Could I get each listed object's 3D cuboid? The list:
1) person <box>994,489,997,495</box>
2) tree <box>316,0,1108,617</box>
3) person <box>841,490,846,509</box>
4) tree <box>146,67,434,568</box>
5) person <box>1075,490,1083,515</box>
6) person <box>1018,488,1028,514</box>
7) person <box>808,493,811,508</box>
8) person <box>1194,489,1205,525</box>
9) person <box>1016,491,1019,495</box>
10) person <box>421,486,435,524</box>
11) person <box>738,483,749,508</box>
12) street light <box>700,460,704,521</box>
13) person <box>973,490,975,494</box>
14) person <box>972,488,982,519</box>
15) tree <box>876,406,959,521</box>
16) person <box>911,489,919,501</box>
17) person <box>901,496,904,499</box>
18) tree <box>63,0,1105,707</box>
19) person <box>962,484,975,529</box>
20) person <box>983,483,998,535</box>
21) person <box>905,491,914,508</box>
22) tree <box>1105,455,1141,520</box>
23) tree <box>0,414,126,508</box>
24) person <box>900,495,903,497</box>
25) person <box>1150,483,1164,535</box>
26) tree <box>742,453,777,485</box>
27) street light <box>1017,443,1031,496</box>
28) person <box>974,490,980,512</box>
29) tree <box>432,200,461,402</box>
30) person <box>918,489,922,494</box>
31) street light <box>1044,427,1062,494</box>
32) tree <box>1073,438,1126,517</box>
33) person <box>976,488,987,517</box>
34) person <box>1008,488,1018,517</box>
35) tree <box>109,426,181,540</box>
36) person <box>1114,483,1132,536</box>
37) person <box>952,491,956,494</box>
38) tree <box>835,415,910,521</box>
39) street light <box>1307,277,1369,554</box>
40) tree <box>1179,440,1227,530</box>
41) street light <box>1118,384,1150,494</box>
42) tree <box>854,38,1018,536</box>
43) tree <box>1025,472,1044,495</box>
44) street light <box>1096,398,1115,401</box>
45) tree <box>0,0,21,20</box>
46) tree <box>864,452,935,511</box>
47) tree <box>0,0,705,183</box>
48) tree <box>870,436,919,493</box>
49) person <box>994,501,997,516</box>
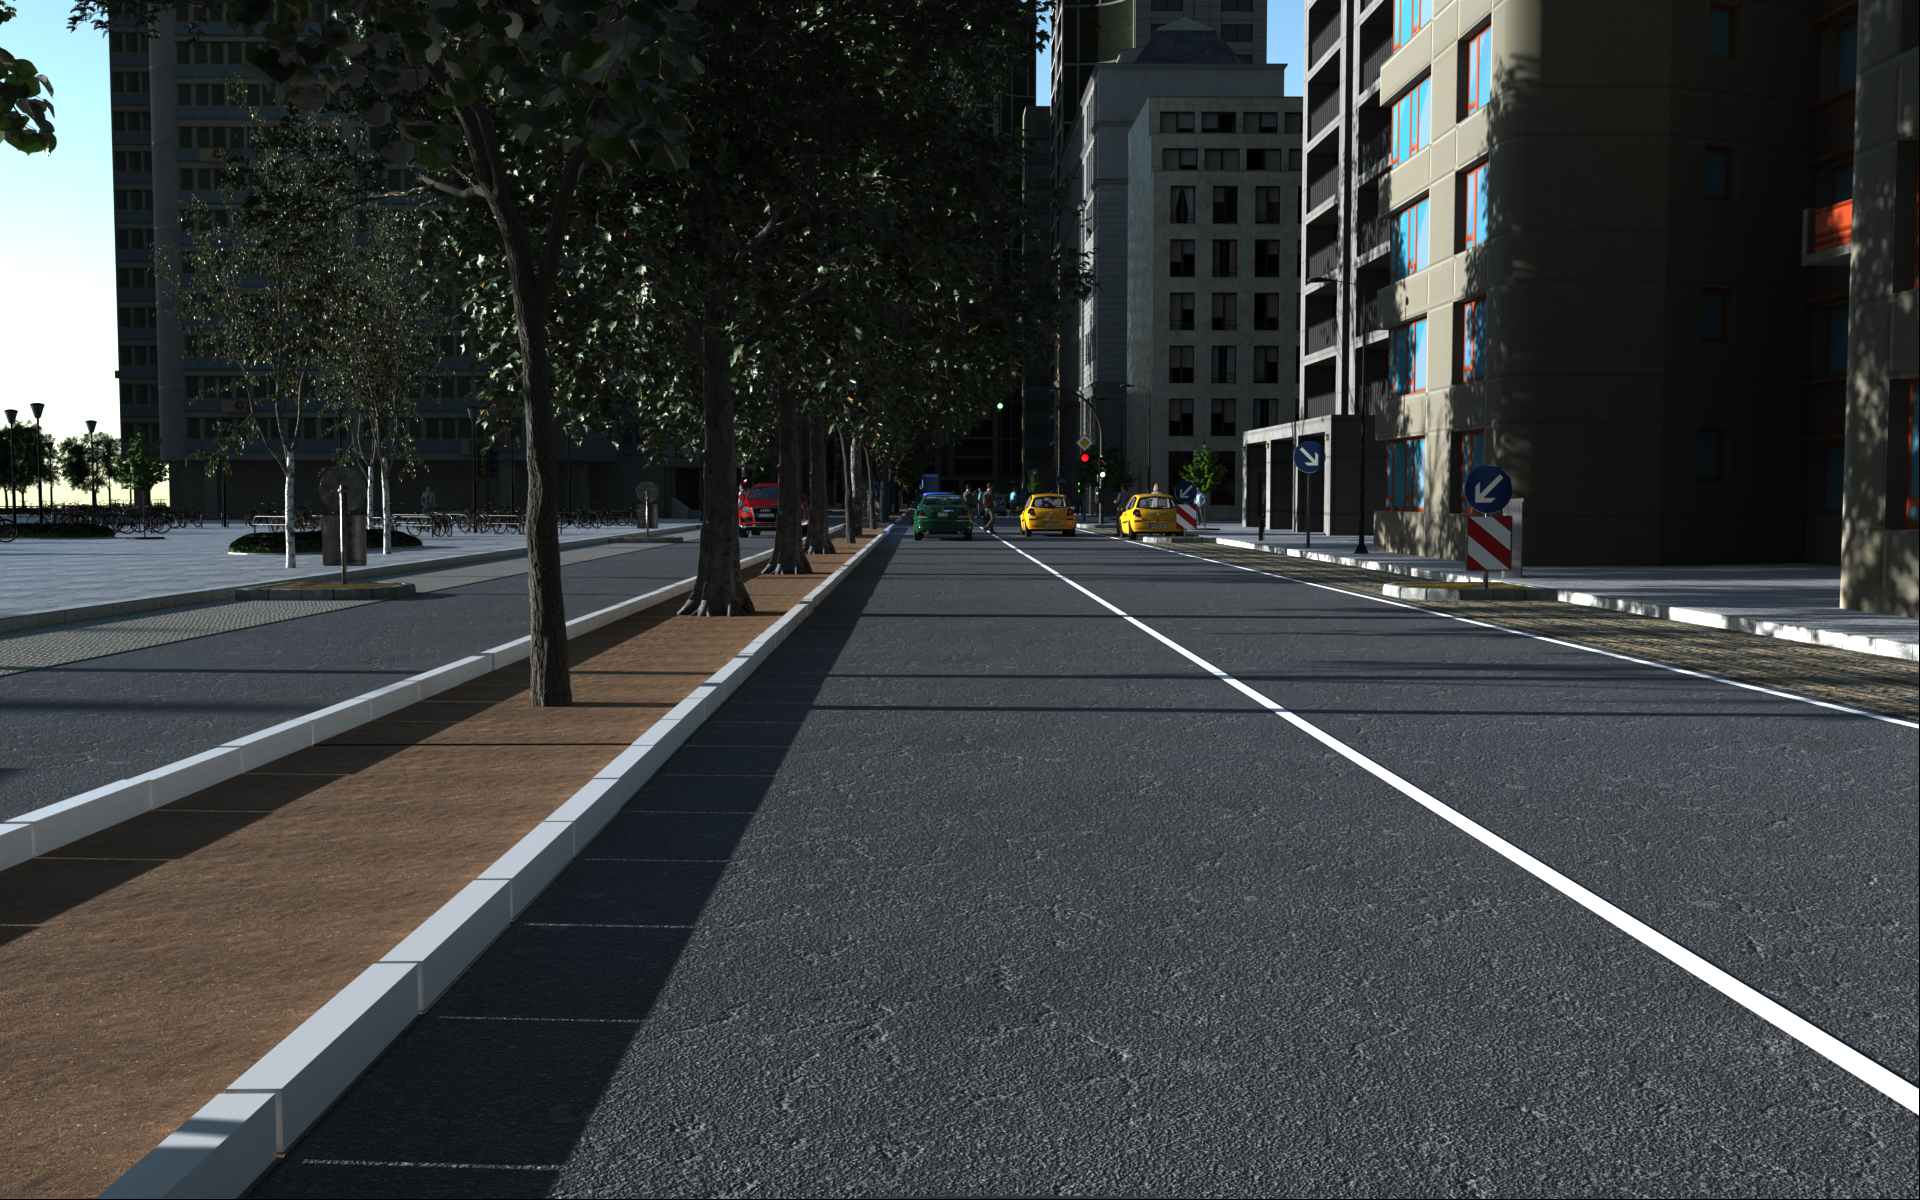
[{"bbox_3d":[2.583,-6.969,122.988,0.362,1.759,0.519,0,4,8],"label":"person"},{"bbox_3d":[-2.863,-6.171,20.361,9.611,12.733,9.660,0,3,0],"label":"tree"},{"bbox_3d":[-11.388,-9.848,169.525,0.705,1.822,1.348,-2,4,-26],"label":"person"},{"bbox_3d":[-11.783,-4.876,30.081,4.360,8.622,3.978,0,3,0],"label":"tree"},{"bbox_3d":[7.316,-6.050,105.353,0.661,1.777,0.834,0,4,-6],"label":"person"},{"bbox_3d":[3.813,-5.900,105.302,0.601,1.785,0.444,2,4,28],"label":"person"},{"bbox_3d":[-10.493,-6.723,121.019,0.523,1.515,0.503,2,4,31],"label":"person"},{"bbox_3d":[9.899,-3.899,71.609,0.330,1.601,0.589,-3,4,-37],"label":"person"},{"bbox_3d":[6.696,-12.192,205.822,0.568,1.767,0.683,-1,4,-14],"label":"person"},{"bbox_3d":[-24.067,-4.265,78.334,0.635,1.810,0.391,-1,4,-14],"label":"person"},{"bbox_3d":[-8.246,-3.557,66.503,0.795,1.843,0.661,2,4,33],"label":"person"},{"bbox_3d":[-11.531,-6.648,81.230,1.470,5.913,1.316,0,4,-1],"label":"street light"},{"bbox_3d":[1.402,-8.814,152.804,0.606,1.804,0.583,-3,5,-43],"label":"person"},{"bbox_3d":[0.875,-5.625,100.741,0.850,1.792,0.678,0,4,2],"label":"person"},{"bbox_3d":[-3.915,-10.921,91.386,12.009,13.543,11.850,0,3,0],"label":"tree"},{"bbox_3d":[-2.981,-6.491,115.041,0.534,1.772,0.576,2,4,25],"label":"person"},{"bbox_3d":[-6.650,-10.977,188.066,0.705,1.812,1.348,3,5,41],"label":"person"},{"bbox_3d":[-2.748,-4.579,11.737,8.767,10.594,7.601,0,4,-1],"label":"tree"},{"bbox_3d":[0.334,-3.766,70.042,0.622,1.834,0.822,2,4,30],"label":"person"},{"bbox_3d":[1.027,-3.213,61.002,0.822,1.834,0.622,-3,5,-41],"label":"person"},{"bbox_3d":[-4.707,-9.268,160.848,0.721,1.723,1.217,3,4,38],"label":"person"},{"bbox_3d":[7.934,-5.601,86.180,1.663,3.219,1.824,0,3,0],"label":"tree"},{"bbox_3d":[-68.072,-9.788,122.948,11.467,7.101,20.602,0,4,3],"label":"tree"},{"bbox_3d":[-7.786,-13.219,225.572,0.756,1.711,0.436,2,4,29],"label":"person"},{"bbox_3d":[6.717,-3.117,59.644,0.709,1.800,0.728,3,5,39],"label":"person"},{"bbox_3d":[-13.487,-7.898,112.840,4.285,4.588,4.351,0,3,0],"label":"tree"},{"bbox_3d":[5.848,-11.242,156.344,1.470,5.913,1.316,0,4,-1],"label":"street light"},{"bbox_3d":[1.459,-8.166,142.029,0.620,1.820,0.660,-2,4,-26],"label":"person"},{"bbox_3d":[-12.317,-5.267,36.473,4.360,8.622,3.978,0,3,0],"label":"tree"},{"bbox_3d":[-2.914,-7.088,124.575,0.419,1.800,0.721,3,5,39],"label":"person"},{"bbox_3d":[6.509,-9.034,120.243,1.470,5.913,1.316,0,4,-1],"label":"street light"},{"bbox_3d":[8.025,-7.044,98.876,4.285,4.588,4.351,0,3,0],"label":"tree"},{"bbox_3d":[1.347,-6.103,108.154,0.748,1.841,0.638,3,4,38],"label":"person"},{"bbox_3d":[3.291,-6.102,108.288,0.620,1.820,0.660,-3,4,-38],"label":"person"},{"bbox_3d":[-23.353,-3.342,49.247,1.663,3.219,1.824,0,3,0],"label":"tree"},{"bbox_3d":[5.525,-3.080,59.065,0.606,1.804,0.583,-2,4,-32],"label":"person"},{"bbox_3d":[-0.322,-4.910,90.592,0.330,1.601,0.589,2,4,27],"label":"person"},{"bbox_3d":[-3.756,-7.916,82.241,4.360,8.622,3.978,0,3,0],"label":"tree"},{"bbox_3d":[8.121,-3.954,37.192,1.470,5.913,1.316,0,4,-1],"label":"street light"},{"bbox_3d":[8.614,-4.105,61.723,1.663,3.219,1.824,0,3,0],"label":"tree"},{"bbox_3d":[7.467,-6.162,73.292,1.470,5.913,1.316,0,4,-1],"label":"street light"},{"bbox_3d":[-4.804,-12.325,59.856,12.611,20.169,13.585,0,3,0],"label":"tree"},{"bbox_3d":[6.503,-9.656,152.479,1.663,3.219,1.824,0,3,0],"label":"tree"},{"bbox_3d":[7.264,-6.800,83.729,1.470,5.913,1.316,0,4,-1],"label":"street light"},{"bbox_3d":[-11.942,-5.411,14.232,9.928,11.665,9.643,0,3,0],"label":"tree"},{"bbox_3d":[-5.296,-13.546,142.063,7.486,12.596,7.792,0,3,0],"label":"tree"},{"bbox_3d":[-2.642,-5.698,2.282,9.857,13.997,8.962,0,3,0],"label":"tree"},{"bbox_3d":[-4.660,-9.802,113.089,4.737,8.622,4.395,0,3,0],"label":"tree"},{"bbox_3d":[2.152,-5.966,110.296,0.306,1.304,0.590,3,5,43],"label":"person"}]
